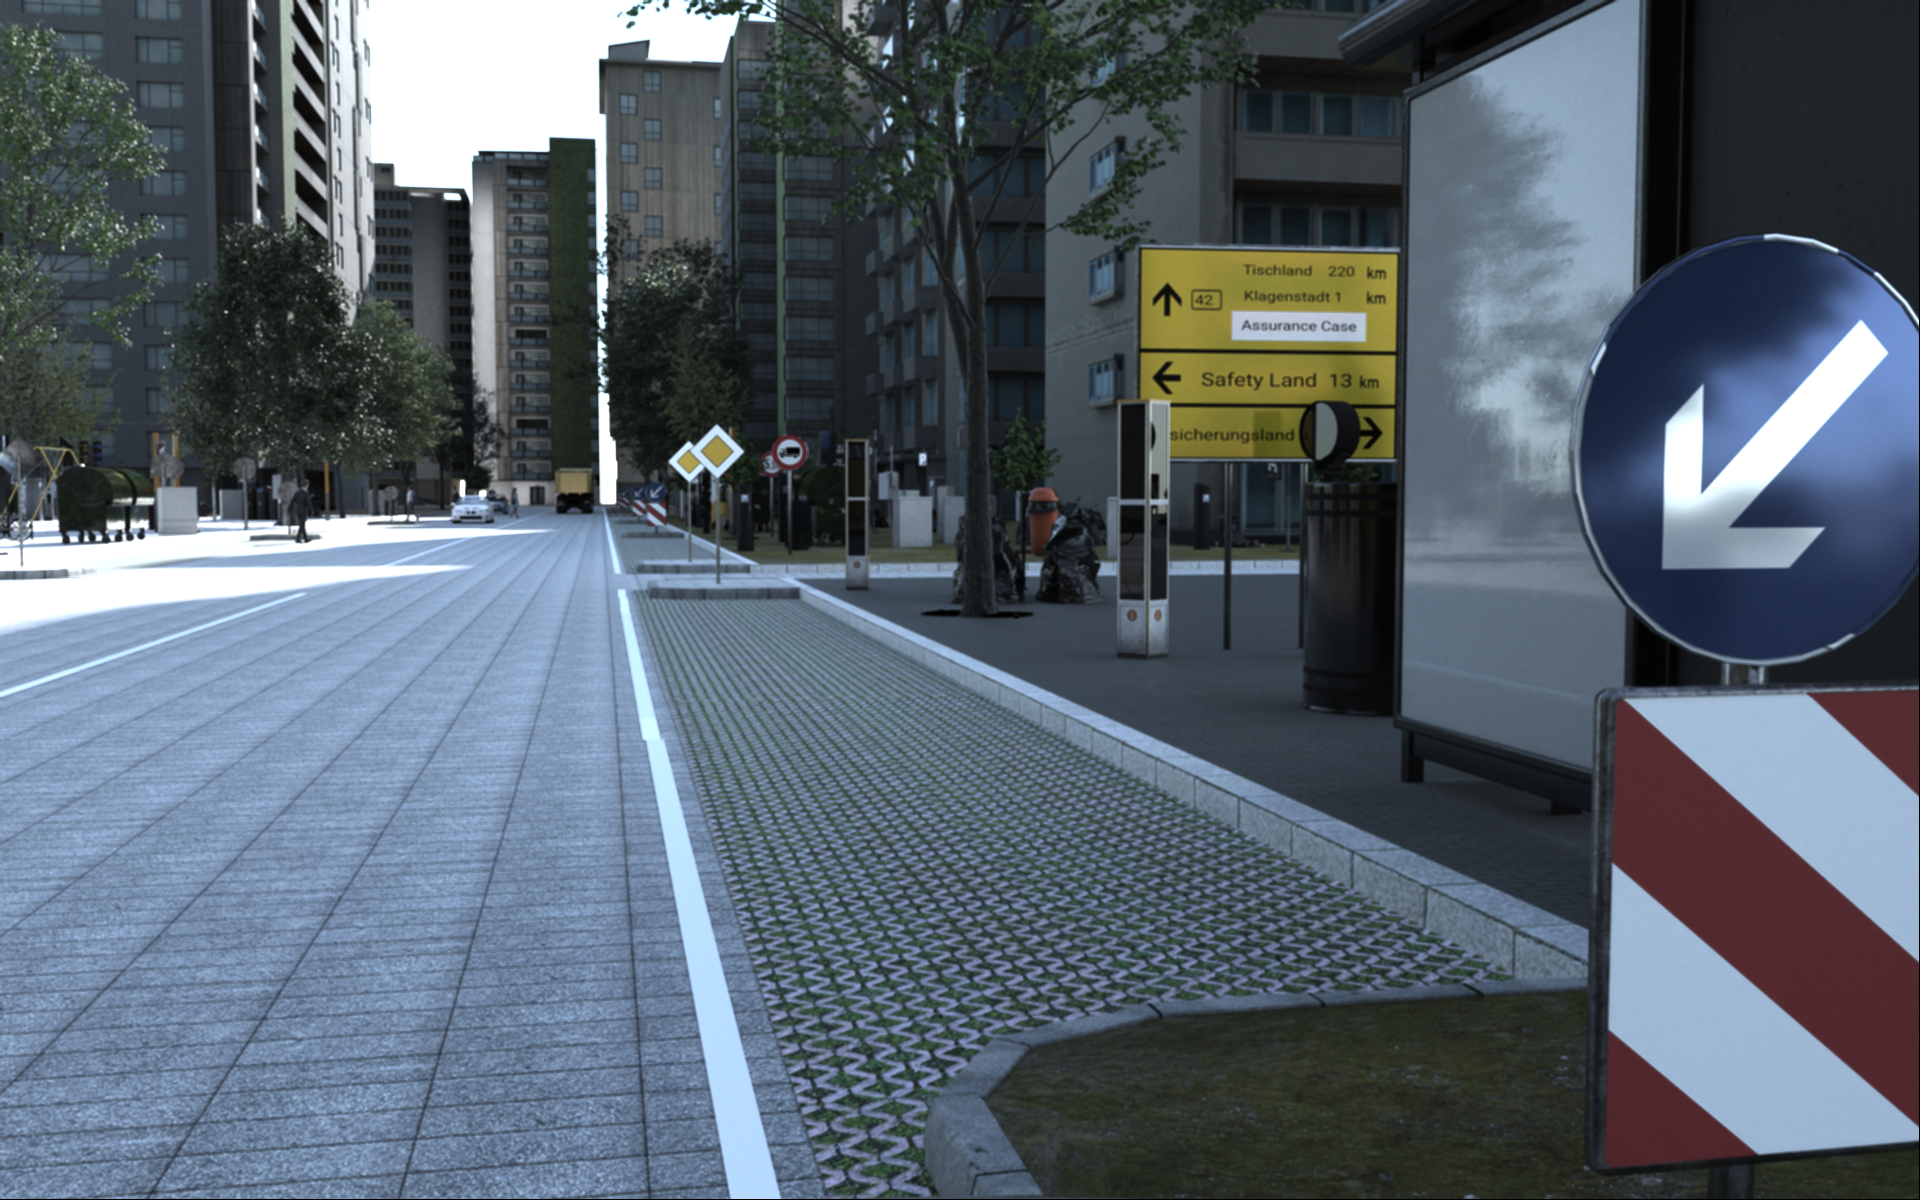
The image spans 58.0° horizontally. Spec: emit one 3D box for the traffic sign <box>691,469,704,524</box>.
[{"bbox_3d":[-10.328,-4.035,68.102,0.606,2.300,0.079,0,4,-2],"label":"traffic sign"}]

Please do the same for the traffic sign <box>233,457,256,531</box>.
[{"bbox_3d":[-24.756,-3.660,59.944,0.768,2.556,0.104,0,4,-5],"label":"traffic sign"}]

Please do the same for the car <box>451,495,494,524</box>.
[{"bbox_3d":[-24.137,-4.497,85.895,2.083,1.381,4.827,-1,4,-13],"label":"car"}]

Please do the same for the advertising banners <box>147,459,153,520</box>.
[{"bbox_3d":[-40.310,-5.488,85.911,0.090,3.025,2.074,-1,4,-8],"label":"advertising banners"}]

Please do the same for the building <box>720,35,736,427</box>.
[{"bbox_3d":[-15.750,-31.701,168.425,14.600,45.320,14.200,-1,4,-12],"label":"building"}]

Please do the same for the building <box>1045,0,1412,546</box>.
[{"bbox_3d":[13.969,-26.305,53.787,21.600,48.544,21.300,-1,4,-12],"label":"building"}]

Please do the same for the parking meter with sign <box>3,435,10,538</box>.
[{"bbox_3d":[-28.753,-3.321,50.559,1.738,3.016,0.543,-3,4,-36],"label":"parking meter with sign"}]

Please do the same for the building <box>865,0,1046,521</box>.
[{"bbox_3d":[6.957,-29.108,95.532,23.786,49.044,30.456,-1,4,-12],"label":"building"}]

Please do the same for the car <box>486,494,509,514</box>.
[{"bbox_3d":[-33.179,-6.826,123.613,2.014,1.417,4.499,-1,4,-11],"label":"car"}]

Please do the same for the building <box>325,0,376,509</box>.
[{"bbox_3d":[-66.268,-34.351,150.873,27.495,52.752,28.713,-1,4,-12],"label":"building"}]

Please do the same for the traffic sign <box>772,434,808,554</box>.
[{"bbox_3d":[-3.623,-2.249,36.871,0.768,2.556,0.104,-1,4,-11],"label":"traffic sign"}]

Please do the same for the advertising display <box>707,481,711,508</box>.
[{"bbox_3d":[-12.176,-4.986,86.732,0.974,1.923,0.123,-1,4,-22],"label":"advertising display"}]

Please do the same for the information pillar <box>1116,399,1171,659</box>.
[{"bbox_3d":[1.436,-0.555,13.570,0.304,2.012,0.304,3,5,41],"label":"information pillar"}]

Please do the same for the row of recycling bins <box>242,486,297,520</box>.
[{"bbox_3d":[-34.166,-4.818,85.889,3.534,1.692,1.069,2,4,25],"label":"row of recycling bins"}]

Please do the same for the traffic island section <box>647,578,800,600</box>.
[{"bbox_3d":[-3.437,-0.153,24.784,2.009,0.180,2.903,-1,4,-12],"label":"traffic island section"}]

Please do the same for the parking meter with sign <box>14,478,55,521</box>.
[{"bbox_3d":[-44.107,-5.269,82.416,1.738,3.016,0.543,-1,4,-9],"label":"parking meter with sign"}]

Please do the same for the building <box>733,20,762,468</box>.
[{"bbox_3d":[-13.166,-28.812,154.669,14.154,41.232,14.086,-1,4,-12],"label":"building"}]

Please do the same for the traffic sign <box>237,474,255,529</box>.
[{"bbox_3d":[-25.928,-3.719,62.929,0.606,2.300,0.079,0,4,-5],"label":"traffic sign"}]

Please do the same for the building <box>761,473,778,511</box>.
[{"bbox_3d":[0.340,-27.291,138.083,32.217,40.220,23.993,-1,4,-12],"label":"building"}]

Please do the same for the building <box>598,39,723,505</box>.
[{"bbox_3d":[-29.786,-38.055,211.444,27.495,52.752,28.713,-1,4,-12],"label":"building"}]

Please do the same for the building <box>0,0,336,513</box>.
[{"bbox_3d":[-57.654,-30.543,123.085,21.300,48.544,21.600,-1,4,-12],"label":"building"}]

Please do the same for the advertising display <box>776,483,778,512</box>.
[{"bbox_3d":[-10.198,-5.838,100.658,0.974,1.923,0.123,0,4,-1],"label":"advertising display"}]

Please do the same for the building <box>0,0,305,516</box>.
[{"bbox_3d":[-49.409,-25.886,106.825,14.154,41.232,14.086,-1,4,-12],"label":"building"}]

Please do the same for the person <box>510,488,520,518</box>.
[{"bbox_3d":[-26.697,-5.816,103.693,0.778,1.811,0.616,2,4,31],"label":"person"}]

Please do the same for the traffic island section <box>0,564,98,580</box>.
[{"bbox_3d":[-16.410,-0.488,30.263,2.009,0.180,2.903,-1,4,-12],"label":"traffic island section"}]

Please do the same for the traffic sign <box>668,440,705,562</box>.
[{"bbox_3d":[-5.080,-1.766,32.521,0.795,2.450,0.064,-1,4,-12],"label":"traffic sign"}]

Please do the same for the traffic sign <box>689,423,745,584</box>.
[{"bbox_3d":[-3.459,-1.288,24.702,0.795,2.450,0.064,-1,4,-12],"label":"traffic sign"}]

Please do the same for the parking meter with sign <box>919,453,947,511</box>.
[{"bbox_3d":[-0.933,-4.759,74.078,1.738,3.016,0.543,-3,5,-42],"label":"parking meter with sign"}]

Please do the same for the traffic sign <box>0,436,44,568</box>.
[{"bbox_3d":[-16.389,-1.625,30.206,0.795,2.450,0.064,-1,4,-12],"label":"traffic sign"}]

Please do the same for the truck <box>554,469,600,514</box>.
[{"bbox_3d":[-29.007,-8.243,130.696,3.469,3.379,9.791,-1,4,-10],"label":"truck"}]

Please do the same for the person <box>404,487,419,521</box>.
[{"bbox_3d":[-28.910,-5.058,91.297,0.850,1.850,0.679,1,4,16],"label":"person"}]

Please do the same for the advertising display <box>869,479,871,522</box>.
[{"bbox_3d":[-3.862,-4.169,73.370,0.123,1.923,0.974,0,4,1],"label":"advertising display"}]

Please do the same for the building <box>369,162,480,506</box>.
[{"bbox_3d":[-69.465,-31.400,205.270,23.993,40.220,32.217,-1,4,-12],"label":"building"}]

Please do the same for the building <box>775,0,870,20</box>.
[{"bbox_3d":[-5.570,-26.524,117.268,14.154,41.232,14.086,-1,4,-12],"label":"building"}]

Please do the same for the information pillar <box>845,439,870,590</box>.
[{"bbox_3d":[-1.374,-1.147,23.242,0.304,2.012,0.304,0,4,1],"label":"information pillar"}]

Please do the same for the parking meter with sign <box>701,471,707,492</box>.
[{"bbox_3d":[-15.282,-6.554,103.415,0.543,3.016,1.738,-1,4,-9],"label":"parking meter with sign"}]

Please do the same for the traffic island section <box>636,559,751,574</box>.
[{"bbox_3d":[-5.059,-0.631,32.603,2.009,0.180,2.903,-1,4,-12],"label":"traffic island section"}]

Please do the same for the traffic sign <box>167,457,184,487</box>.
[{"bbox_3d":[-26.785,-3.596,58.896,0.768,2.556,0.104,-1,4,-10],"label":"traffic sign"}]

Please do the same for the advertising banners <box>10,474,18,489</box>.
[{"bbox_3d":[-49.167,-5.819,91.328,2.074,3.025,0.090,0,4,4],"label":"advertising banners"}]

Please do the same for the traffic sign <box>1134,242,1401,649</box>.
[{"bbox_3d":[2.530,-1.247,14.262,2.265,3.308,0.079,0,4,-8],"label":"traffic sign"}]

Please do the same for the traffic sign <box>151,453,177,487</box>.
[{"bbox_3d":[-24.880,-3.304,54.129,0.768,2.556,0.104,0,4,-8],"label":"traffic sign"}]

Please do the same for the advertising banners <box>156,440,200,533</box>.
[{"bbox_3d":[-25.436,-3.675,56.277,2.074,3.025,0.090,2,4,30],"label":"advertising banners"}]

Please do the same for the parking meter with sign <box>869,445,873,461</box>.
[{"bbox_3d":[-3.719,-4.066,62.743,0.543,3.016,1.738,-2,4,-29],"label":"parking meter with sign"}]

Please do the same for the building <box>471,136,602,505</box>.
[{"bbox_3d":[-48.889,-31.624,200.642,14.086,41.232,14.154,-1,4,-12],"label":"building"}]

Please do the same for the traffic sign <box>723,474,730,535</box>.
[{"bbox_3d":[-7.126,-3.274,53.630,0.768,2.556,0.104,0,4,-4],"label":"traffic sign"}]

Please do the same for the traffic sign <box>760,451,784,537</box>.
[{"bbox_3d":[-5.615,-3.160,51.776,0.768,2.556,0.104,-1,4,-8],"label":"traffic sign"}]

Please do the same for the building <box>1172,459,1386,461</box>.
[{"bbox_3d":[26.966,-19.983,171.768,28.899,21.520,27.650,-1,4,-12],"label":"building"}]
